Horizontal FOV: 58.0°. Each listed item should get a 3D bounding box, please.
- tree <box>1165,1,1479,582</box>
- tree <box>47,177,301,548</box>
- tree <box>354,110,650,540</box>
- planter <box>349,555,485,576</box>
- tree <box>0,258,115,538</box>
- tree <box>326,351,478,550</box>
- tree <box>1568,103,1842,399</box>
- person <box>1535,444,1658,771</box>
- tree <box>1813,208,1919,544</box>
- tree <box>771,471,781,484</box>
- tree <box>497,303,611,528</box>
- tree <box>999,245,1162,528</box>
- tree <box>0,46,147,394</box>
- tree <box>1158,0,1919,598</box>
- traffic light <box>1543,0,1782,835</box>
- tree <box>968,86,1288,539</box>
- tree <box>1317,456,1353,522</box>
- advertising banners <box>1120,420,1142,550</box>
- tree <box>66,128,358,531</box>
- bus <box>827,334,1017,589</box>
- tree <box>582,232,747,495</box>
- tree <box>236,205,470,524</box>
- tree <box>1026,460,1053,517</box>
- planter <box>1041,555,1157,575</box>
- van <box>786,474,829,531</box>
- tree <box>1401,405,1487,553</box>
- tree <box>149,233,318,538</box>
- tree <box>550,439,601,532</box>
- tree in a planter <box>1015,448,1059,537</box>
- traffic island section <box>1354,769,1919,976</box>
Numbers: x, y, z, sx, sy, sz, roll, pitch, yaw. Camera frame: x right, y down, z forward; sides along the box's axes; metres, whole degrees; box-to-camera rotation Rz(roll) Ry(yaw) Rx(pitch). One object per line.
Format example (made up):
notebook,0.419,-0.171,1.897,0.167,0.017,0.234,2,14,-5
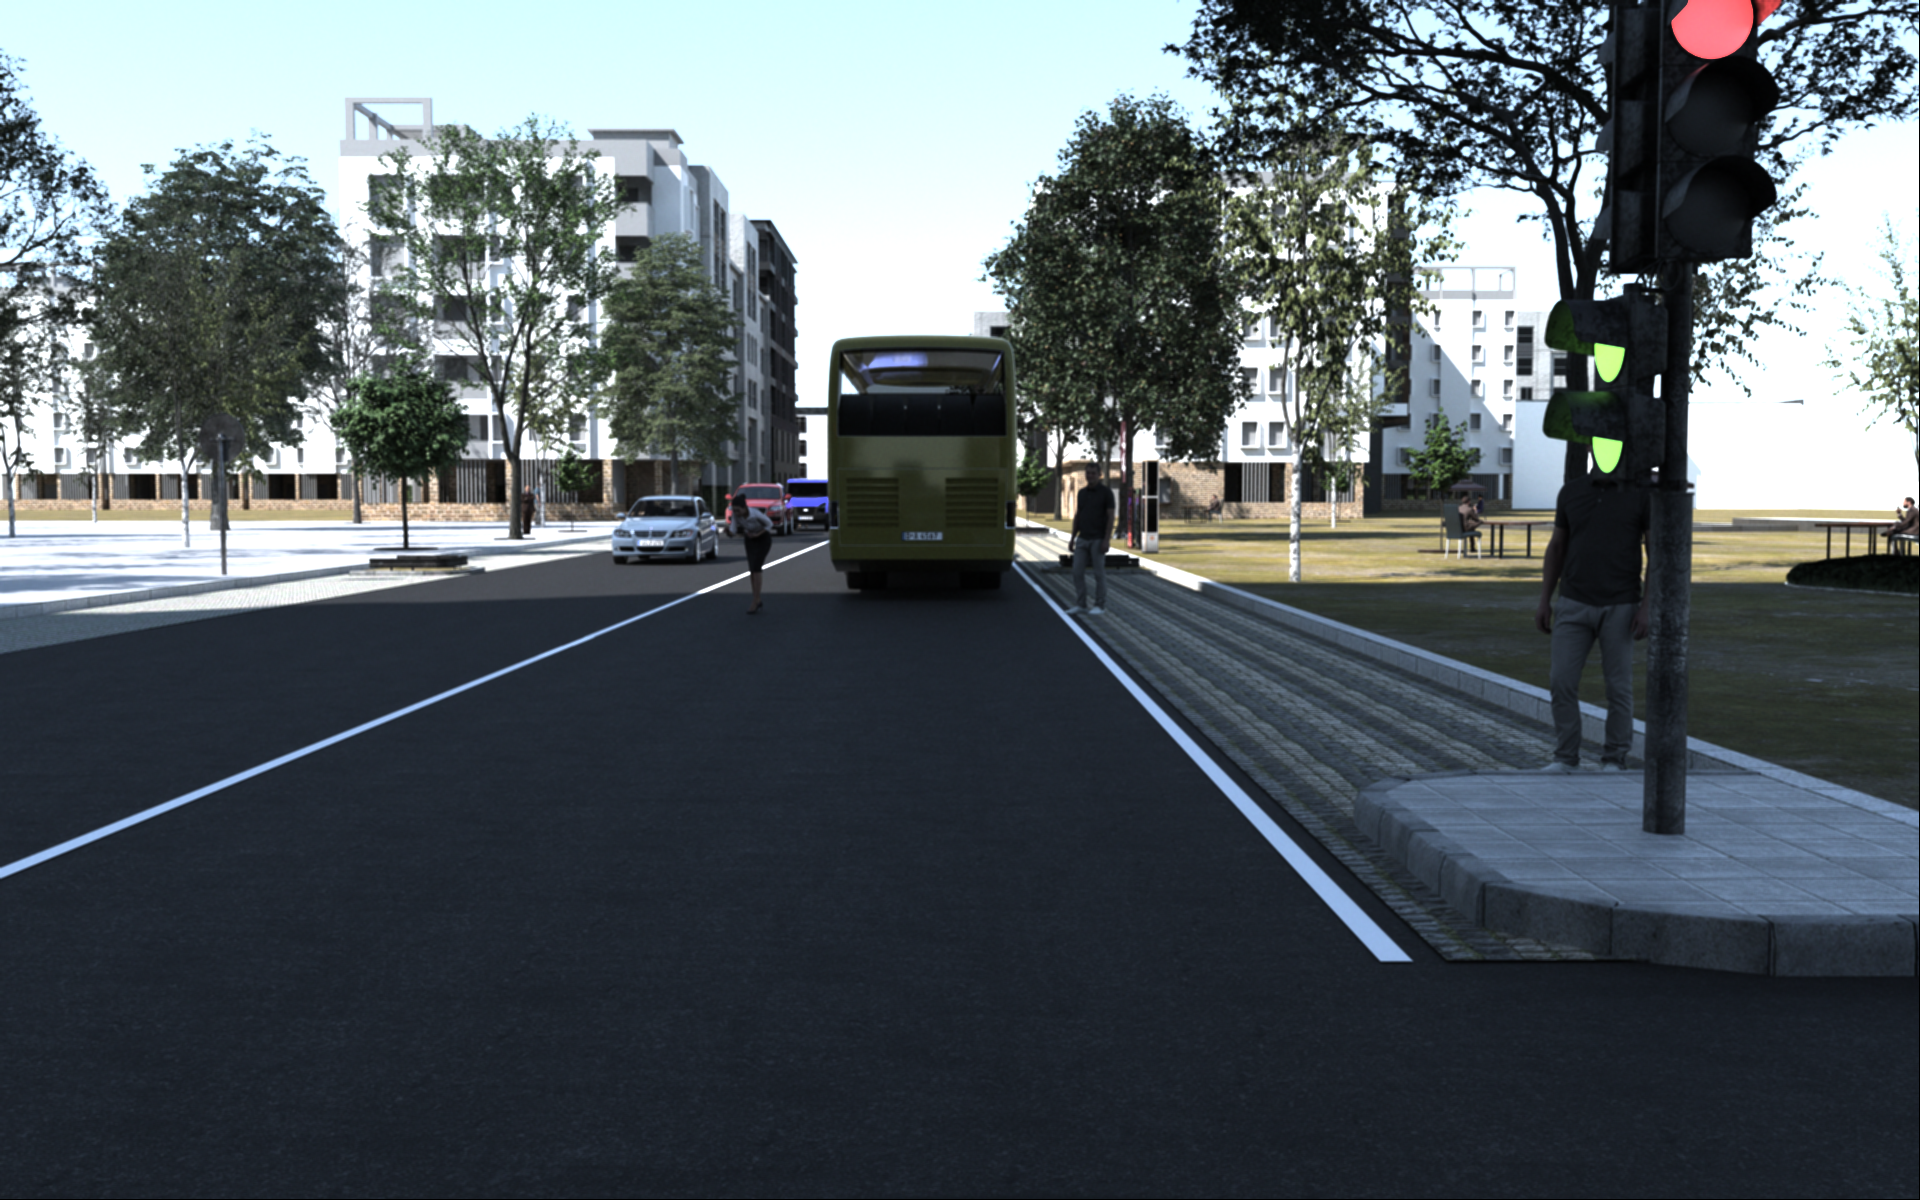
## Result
tree,5.141,-4.570,25.074,4.737,8.622,4.395,0,3,0
tree,-18.260,-5.553,41.150,4.360,8.622,3.978,0,3,0
tree,-12.530,-7.486,48.147,9.928,11.665,9.643,0,3,0
planter,-9.696,-0.618,31.241,1.991,0.319,1.994,0,4,0
tree,-28.061,-6.137,50.696,4.360,8.622,3.978,0,3,0
tree,-12.880,-3.448,40.082,4.285,4.588,4.351,0,3,0
tree,11.782,-4.769,28.330,4.360,8.622,3.978,0,3,0
person,3.136,0.005,8.555,0.434,1.807,0.598,-3,4,-38
tree,24.207,-5.714,43.790,4.737,8.622,4.395,0,3,0
tree,-13.908,-8.156,127.960,1.663,3.219,1.824,0,3,0
tree,-15.464,-6.984,64.543,4.737,8.622,4.395,0,3,0
tree,5.399,-8.524,65.118,9.928,11.665,9.643,0,3,0
tree,-20.398,-6.072,33.690,8.767,10.594,7.601,-1,4,-23
tree,4.868,-4.878,14.163,7.601,10.594,8.767,-2,4,-27
traffic light,2.659,-1.074,6.475,0.839,4.253,0.868,0,4,0
tree,4.743,-8.079,49.094,9.611,12.733,9.660,0,3,0
tree,17.647,-5.232,80.142,1.663,3.219,1.824,0,3,0
advertising banners,4.011,-2.715,40.579,0.090,3.025,2.074,0,4,-8
tree,-26.216,-9.421,60.696,9.857,13.997,8.962,0,3,0
bus,-0.584,-2.295,29.070,2.896,3.916,12.252,0,4,-1
tree,-12.884,-9.633,75.625,7.486,12.596,7.792,0,3,0
tree,-26.024,-10.019,74.175,12.009,13.543,11.850,0,3,0
tree,4.065,-6.167,95.429,1.663,3.219,1.824,0,3,0
planter,2.488,-0.640,31.605,1.991,0.319,1.994,0,4,0
van,-5.896,-3.910,68.317,2.240,2.365,5.245,0,4,-1
tree,10.476,-2.659,38.068,1.663,3.219,1.824,0,3,0
tree,-21.048,-6.081,49.782,4.737,8.622,4.395,0,3,0
tree,-13.204,-3.907,58.477,1.663,3.219,1.824,0,3,0
tree in a planter,2.287,-3.745,58.459,1.991,3.239,1.994,0,4,0
traffic island section,2.699,0.960,6.589,2.009,0.180,2.903,0,4,0
